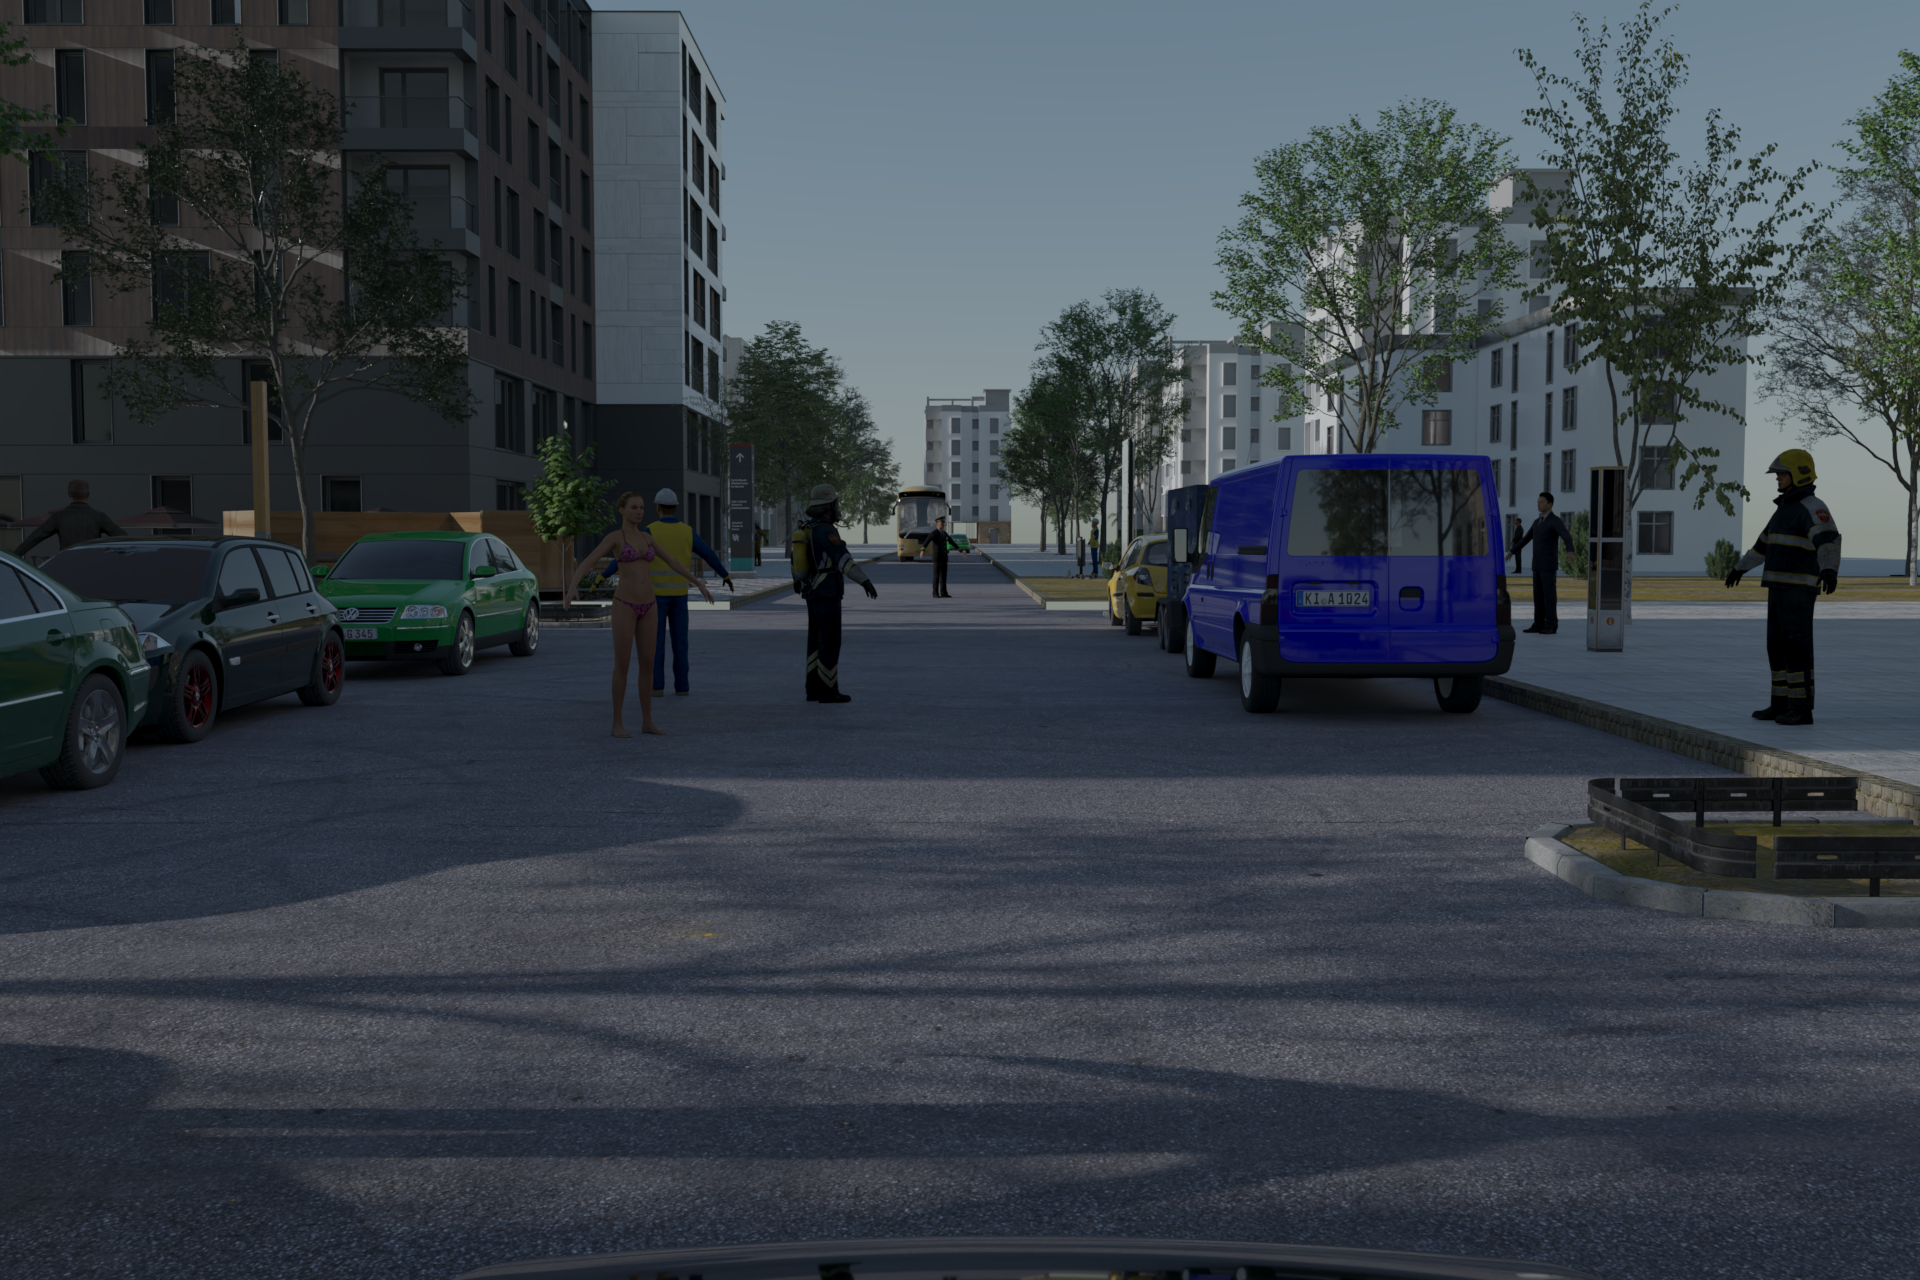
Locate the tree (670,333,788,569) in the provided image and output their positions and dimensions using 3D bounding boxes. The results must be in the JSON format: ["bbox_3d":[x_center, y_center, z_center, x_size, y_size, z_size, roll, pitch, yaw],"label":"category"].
[{"bbox_3d":[-8.980,-6.968,64.296,4.360,8.622,3.978,0,3,0],"label":"tree"}]

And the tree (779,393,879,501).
[{"bbox_3d":[-9.750,-12.320,127.194,9.928,11.665,9.643,0,3,0],"label":"tree"}]

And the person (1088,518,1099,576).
[{"bbox_3d":[4.066,-2.864,53.290,0.721,1.772,1.216,0,4,-3],"label":"person"}]

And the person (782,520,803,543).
[{"bbox_3d":[-5.911,-3.527,63.861,1.347,1.806,0.705,1,4,12],"label":"person"}]

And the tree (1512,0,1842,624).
[{"bbox_3d":[9.525,-4.514,24.170,4.737,8.622,4.395,0,3,0],"label":"tree"}]

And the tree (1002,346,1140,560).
[{"bbox_3d":[5.636,-9.308,86.606,7.601,10.594,8.767,-1,4,-9],"label":"tree"}]

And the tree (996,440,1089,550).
[{"bbox_3d":[6.467,-12.260,134.862,8.767,10.594,7.601,1,4,21],"label":"tree"}]

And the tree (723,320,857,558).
[{"bbox_3d":[-9.579,-10.671,92.593,7.486,12.596,7.792,0,3,0],"label":"tree"}]

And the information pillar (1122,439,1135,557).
[{"bbox_3d":[4.215,-3.188,43.437,0.184,3.620,1.656,0,4,1],"label":"information pillar"}]

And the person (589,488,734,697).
[{"bbox_3d":[-2.607,-0.424,15.364,1.349,1.833,0.705,-2,4,-30],"label":"person"}]

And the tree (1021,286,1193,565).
[{"bbox_3d":[6.128,-8.975,72.499,9.928,11.665,9.643,0,3,0],"label":"tree"}]

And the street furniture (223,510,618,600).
[{"bbox_3d":[-10.494,-1.752,35.495,9.812,1.723,11.010,-3,5,-40],"label":"street furniture"}]

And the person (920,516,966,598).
[{"bbox_3d":[-0.420,-1.867,38.911,1.347,1.837,0.705,-3,5,-42],"label":"person"}]

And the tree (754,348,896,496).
[{"bbox_3d":[-9.323,-12.433,113.642,12.009,13.543,11.850,0,3,0],"label":"tree"}]

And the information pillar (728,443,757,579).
[{"bbox_3d":[-6.257,-3.693,49.764,0.750,3.857,0.750,0,4,0],"label":"information pillar"}]

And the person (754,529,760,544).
[{"bbox_3d":[-7.776,-3.548,64.132,0.705,1.813,1.348,2,4,29],"label":"person"}]

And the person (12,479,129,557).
[{"bbox_3d":[-8.432,-0.639,16.624,1.348,1.807,0.705,-2,4,-23],"label":"person"}]

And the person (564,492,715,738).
[{"bbox_3d":[-2.271,-0.184,12.267,1.217,1.733,0.721,-3,5,-43],"label":"person"}]

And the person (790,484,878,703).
[{"bbox_3d":[-1.138,-0.401,14.788,0.705,1.856,1.354,-2,4,-33],"label":"person"}]

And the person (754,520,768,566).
[{"bbox_3d":[-8.126,-3.870,69.038,1.354,1.858,0.705,2,4,35],"label":"person"}]

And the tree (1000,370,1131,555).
[{"bbox_3d":[6.476,-11.023,105.989,9.928,11.665,9.643,0,3,0],"label":"tree"}]

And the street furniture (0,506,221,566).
[{"bbox_3d":[-32.312,-2.052,38.575,27.439,1.986,14.083,0,4,2],"label":"street furniture"}]

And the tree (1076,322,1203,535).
[{"bbox_3d":[6.755,-6.707,60.020,4.360,8.622,3.978,0,3,0],"label":"tree"}]

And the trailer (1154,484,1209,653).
[{"bbox_3d":[3.187,-0.906,21.870,1.471,1.999,3.904,0,4,0],"label":"trailer"}]

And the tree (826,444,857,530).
[{"bbox_3d":[-9.614,-11.254,134.365,4.737,8.622,4.395,0,3,0],"label":"tree"}]

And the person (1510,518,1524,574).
[{"bbox_3d":[18.125,-3.064,56.318,0.704,1.802,1.346,2,4,28],"label":"person"}]

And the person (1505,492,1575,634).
[{"bbox_3d":[7.510,-0.995,22.311,0.704,1.823,1.345,-1,4,-19],"label":"person"}]

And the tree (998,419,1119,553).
[{"bbox_3d":[6.680,-11.041,114.926,8.767,10.594,7.601,0,4,3],"label":"tree"}]

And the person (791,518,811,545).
[{"bbox_3d":[-5.236,-3.316,60.077,1.347,1.847,0.705,-3,4,-36],"label":"person"}]

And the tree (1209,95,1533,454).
[{"bbox_3d":[9.711,-7.076,41.455,9.928,11.665,9.643,0,3,0],"label":"tree"}]

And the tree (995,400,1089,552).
[{"bbox_3d":[5.987,-12.107,123.708,9.928,11.665,9.643,0,3,0],"label":"tree"}]

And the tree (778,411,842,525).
[{"bbox_3d":[-8.935,-9.158,100.092,4.360,8.622,3.978,0,3,0],"label":"tree"}]

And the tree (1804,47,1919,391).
[{"bbox_3d":[20.758,-6.611,33.839,9.928,11.665,9.643,0,3,0],"label":"tree"}]

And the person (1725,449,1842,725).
[{"bbox_3d":[5.620,-0.366,11.754,0.704,1.858,1.351,0,4,-2],"label":"person"}]

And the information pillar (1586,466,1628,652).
[{"bbox_3d":[7.051,-0.880,18.883,0.304,2.012,0.304,0,4,-1],"label":"information pillar"}]
